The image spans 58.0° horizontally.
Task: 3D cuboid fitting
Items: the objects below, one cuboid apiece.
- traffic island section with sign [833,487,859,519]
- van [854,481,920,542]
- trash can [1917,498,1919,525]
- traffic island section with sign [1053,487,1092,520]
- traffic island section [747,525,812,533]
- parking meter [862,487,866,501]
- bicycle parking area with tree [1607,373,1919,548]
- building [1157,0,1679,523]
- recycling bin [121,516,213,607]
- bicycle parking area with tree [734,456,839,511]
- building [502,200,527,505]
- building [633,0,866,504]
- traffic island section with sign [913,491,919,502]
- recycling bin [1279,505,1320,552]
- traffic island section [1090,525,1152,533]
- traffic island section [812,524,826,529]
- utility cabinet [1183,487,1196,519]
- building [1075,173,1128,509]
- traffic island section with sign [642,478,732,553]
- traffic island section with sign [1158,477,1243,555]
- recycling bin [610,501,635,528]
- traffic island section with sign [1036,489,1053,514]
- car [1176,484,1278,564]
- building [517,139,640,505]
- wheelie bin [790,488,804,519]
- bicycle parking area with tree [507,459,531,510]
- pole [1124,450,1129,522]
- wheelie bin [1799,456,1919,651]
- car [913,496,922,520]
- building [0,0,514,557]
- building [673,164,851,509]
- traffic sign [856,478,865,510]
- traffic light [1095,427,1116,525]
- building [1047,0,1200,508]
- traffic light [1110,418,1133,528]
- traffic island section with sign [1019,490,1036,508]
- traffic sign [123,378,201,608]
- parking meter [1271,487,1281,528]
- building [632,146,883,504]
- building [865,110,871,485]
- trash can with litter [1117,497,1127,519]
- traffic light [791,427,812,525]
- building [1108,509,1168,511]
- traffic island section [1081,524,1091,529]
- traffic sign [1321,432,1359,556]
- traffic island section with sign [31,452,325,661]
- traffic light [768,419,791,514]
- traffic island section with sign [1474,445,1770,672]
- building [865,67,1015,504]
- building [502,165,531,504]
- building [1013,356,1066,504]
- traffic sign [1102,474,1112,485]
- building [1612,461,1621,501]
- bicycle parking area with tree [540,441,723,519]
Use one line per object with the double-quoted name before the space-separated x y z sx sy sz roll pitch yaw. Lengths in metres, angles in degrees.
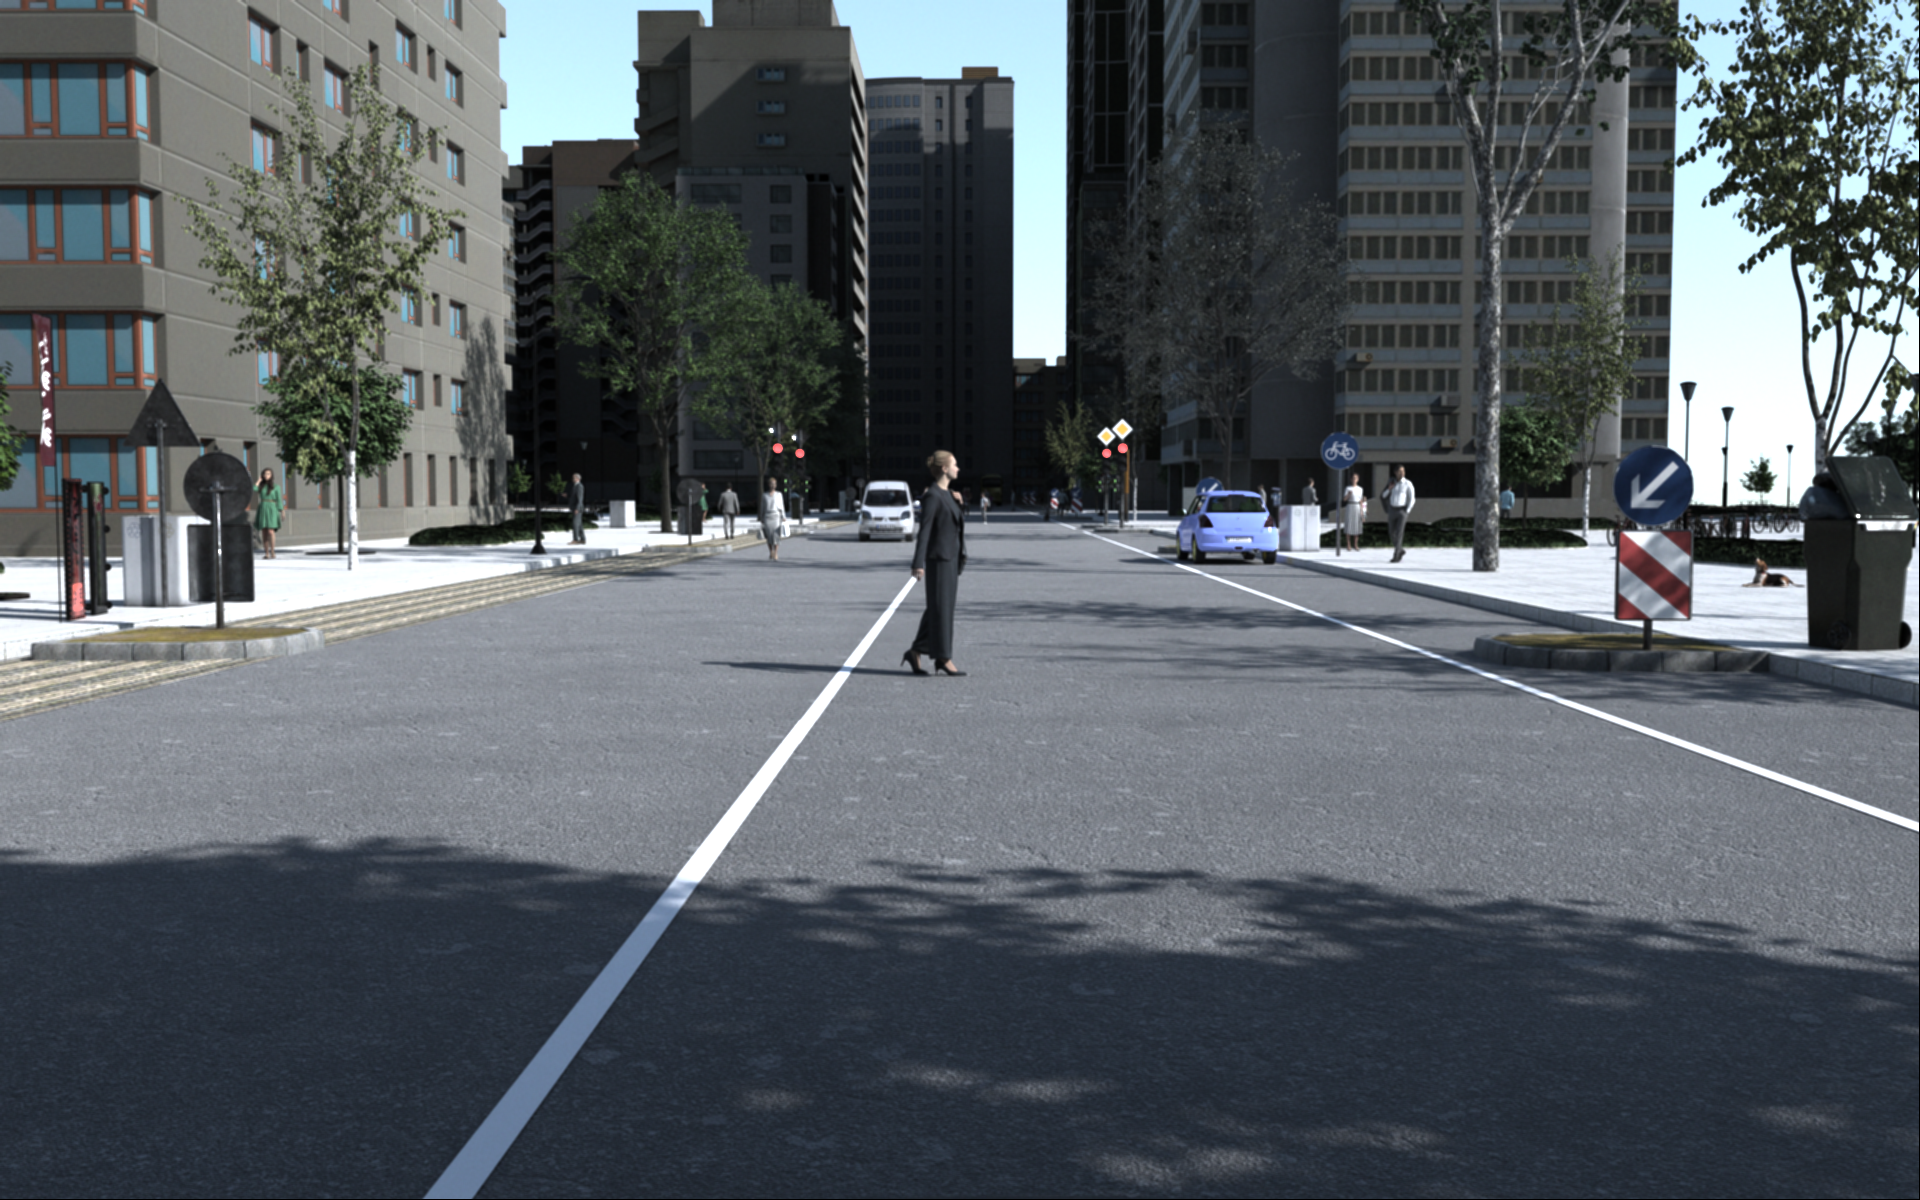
"traffic island section with sign" -6.119 -5.463 97.947 1.989 1.847 2.006 0 4 1
"van" -2.244 -2.834 53.350 2.013 2.044 4.112 0 4 -1
"trash can" 39.799 -3.666 71.590 0.748 1.137 0.748 0 3 0
"traffic island section with sign" 6.396 -5.419 97.227 1.989 1.847 2.006 0 4 1
"traffic island section" -6.782 -2.599 64.779 2.009 0.180 2.903 0 4 1
"parking meter" -7.723 -8.201 139.803 0.255 1.863 0.399 2 4 34
"bicycle parking area with tree" 20.816 -3.420 42.924 9.016 4.147 8.231 -3 5 -41
"building" 23.232 -24.379 90.471 23.993 40.220 32.217 0 4 1
"recycling bin" -9.146 -0.455 19.994 0.722 1.027 0.722 0 4 3
"bicycle parking area with tree" -14.674 -8.723 129.621 9.016 4.147 8.231 -3 5 -41
"building" -64.969 -31.457 206.207 23.993 40.220 32.217 0 4 1
"building" -20.806 -33.653 173.922 21.300 48.544 21.600 0 4 1
"traffic island section with sign" -5.079 -11.795 201.469 1.989 1.847 2.006 0 4 1
"recycling bin" 7.587 -1.601 38.731 0.722 1.027 0.722 -1 4 -10
"traffic island section" 6.058 -2.591 64.645 2.009 0.180 2.903 0 4 1
"traffic island section" -6.702 -3.088 72.764 2.009 0.180 2.903 0 4 1
"utility cabinet" 7.916 -3.060 58.714 0.318 1.500 1.173 -1 4 -14
"building" 17.740 -23.633 158.105 14.160 30.474 14.107 0 4 1
"traffic island section with sign" -6.675 -2.082 42.676 1.989 1.847 2.006 0 4 1
"traffic island section with sign" 5.841 -2.040 41.990 1.989 1.847 2.006 0 4 1
"recycling bin" -12.740 -3.231 65.373 0.722 1.027 0.722 1 4 19
"traffic island section with sign" 6.674 -7.067 124.181 1.989 1.847 2.006 0 4 1
"car" 5.591 -1.654 36.639 1.945 1.707 3.694 0 4 -1
"building" -45.784 -34.528 214.649 14.200 45.320 14.600 0 4 1
"wheelie bin" -8.257 -4.873 87.583 0.693 1.594 0.980 0 4 -2
"bicycle parking area with tree" -38.141 -9.490 142.166 8.231 4.147 9.016 1 4 19
"pole" 7.639 -5.233 79.406 0.158 3.312 0.155 0 3 0
"wheelie bin" 7.430 -0.398 14.414 0.980 1.594 0.693 -1 4 -14
"car" -1.705 -4.654 88.671 1.945 1.354 3.894 0 4 -1
"building" -30.738 -12.441 48.454 28.899 21.520 27.650 0 4 1
"building" -17.419 -23.477 155.545 14.160 30.474 14.107 0 4 1
"traffic sign" -7.977 -8.491 138.933 0.768 2.556 0.104 0 4 6
"traffic light" 6.099 -5.113 72.516 0.839 4.253 0.868 0 4 1
"building" 21.377 -47.184 209.707 20.563 71.187 20.611 0 4 1
"traffic light" 6.018 -4.625 64.531 0.839 4.253 0.868 0 4 1
"traffic island section with sign" 7.179 -10.138 174.379 1.989 1.847 2.006 0 4 1
"traffic sign" -8.970 -1.191 19.472 0.884 2.594 0.081 0 4 2
"parking meter" 11.852 -3.456 64.916 0.372 1.533 0.369 0 3 0
"building" -24.288 -34.021 210.868 28.867 44.769 22.147 0 4 1
"building" -17.242 -33.151 192.135 14.600 45.320 14.200 0 4 1
"trash can with litter" 8.260 -4.714 88.455 0.624 1.170 1.055 0 4 0
"traffic light" -6.662 -5.120 72.629 0.839 4.253 0.868 0 4 1
"building" 22.143 -42.668 135.870 20.563 71.187 20.611 0 4 1
"traffic island section" 6.139 -3.079 72.630 2.009 0.180 2.903 0 4 1
"traffic sign" 7.805 -2.175 35.661 0.768 2.556 0.104 0 4 4
"traffic island section with sign" -6.944 -0.434 15.722 1.989 1.847 2.006 0 4 1
"traffic light" -6.743 -4.631 64.644 0.839 4.253 0.868 0 4 1
"traffic island section with sign" 5.560 -0.385 14.918 1.989 1.847 2.006 0 4 1
"building" -6.736 -42.839 242.408 28.212 58.520 21.231 0 4 1
"building" -67.356 -37.856 242.651 21.600 48.544 21.300 0 4 1
"building" 21.854 -24.573 246.813 28.899 21.520 27.650 0 4 1
"traffic sign" 8.501 -6.131 100.352 0.768 2.556 0.104 0 4 2
"building" 65.885 -36.019 208.526 30.456 49.044 23.786 0 4 1
"bicycle parking area with tree" -18.195 -6.610 95.075 8.231 4.147 9.016 -2 4 -24
